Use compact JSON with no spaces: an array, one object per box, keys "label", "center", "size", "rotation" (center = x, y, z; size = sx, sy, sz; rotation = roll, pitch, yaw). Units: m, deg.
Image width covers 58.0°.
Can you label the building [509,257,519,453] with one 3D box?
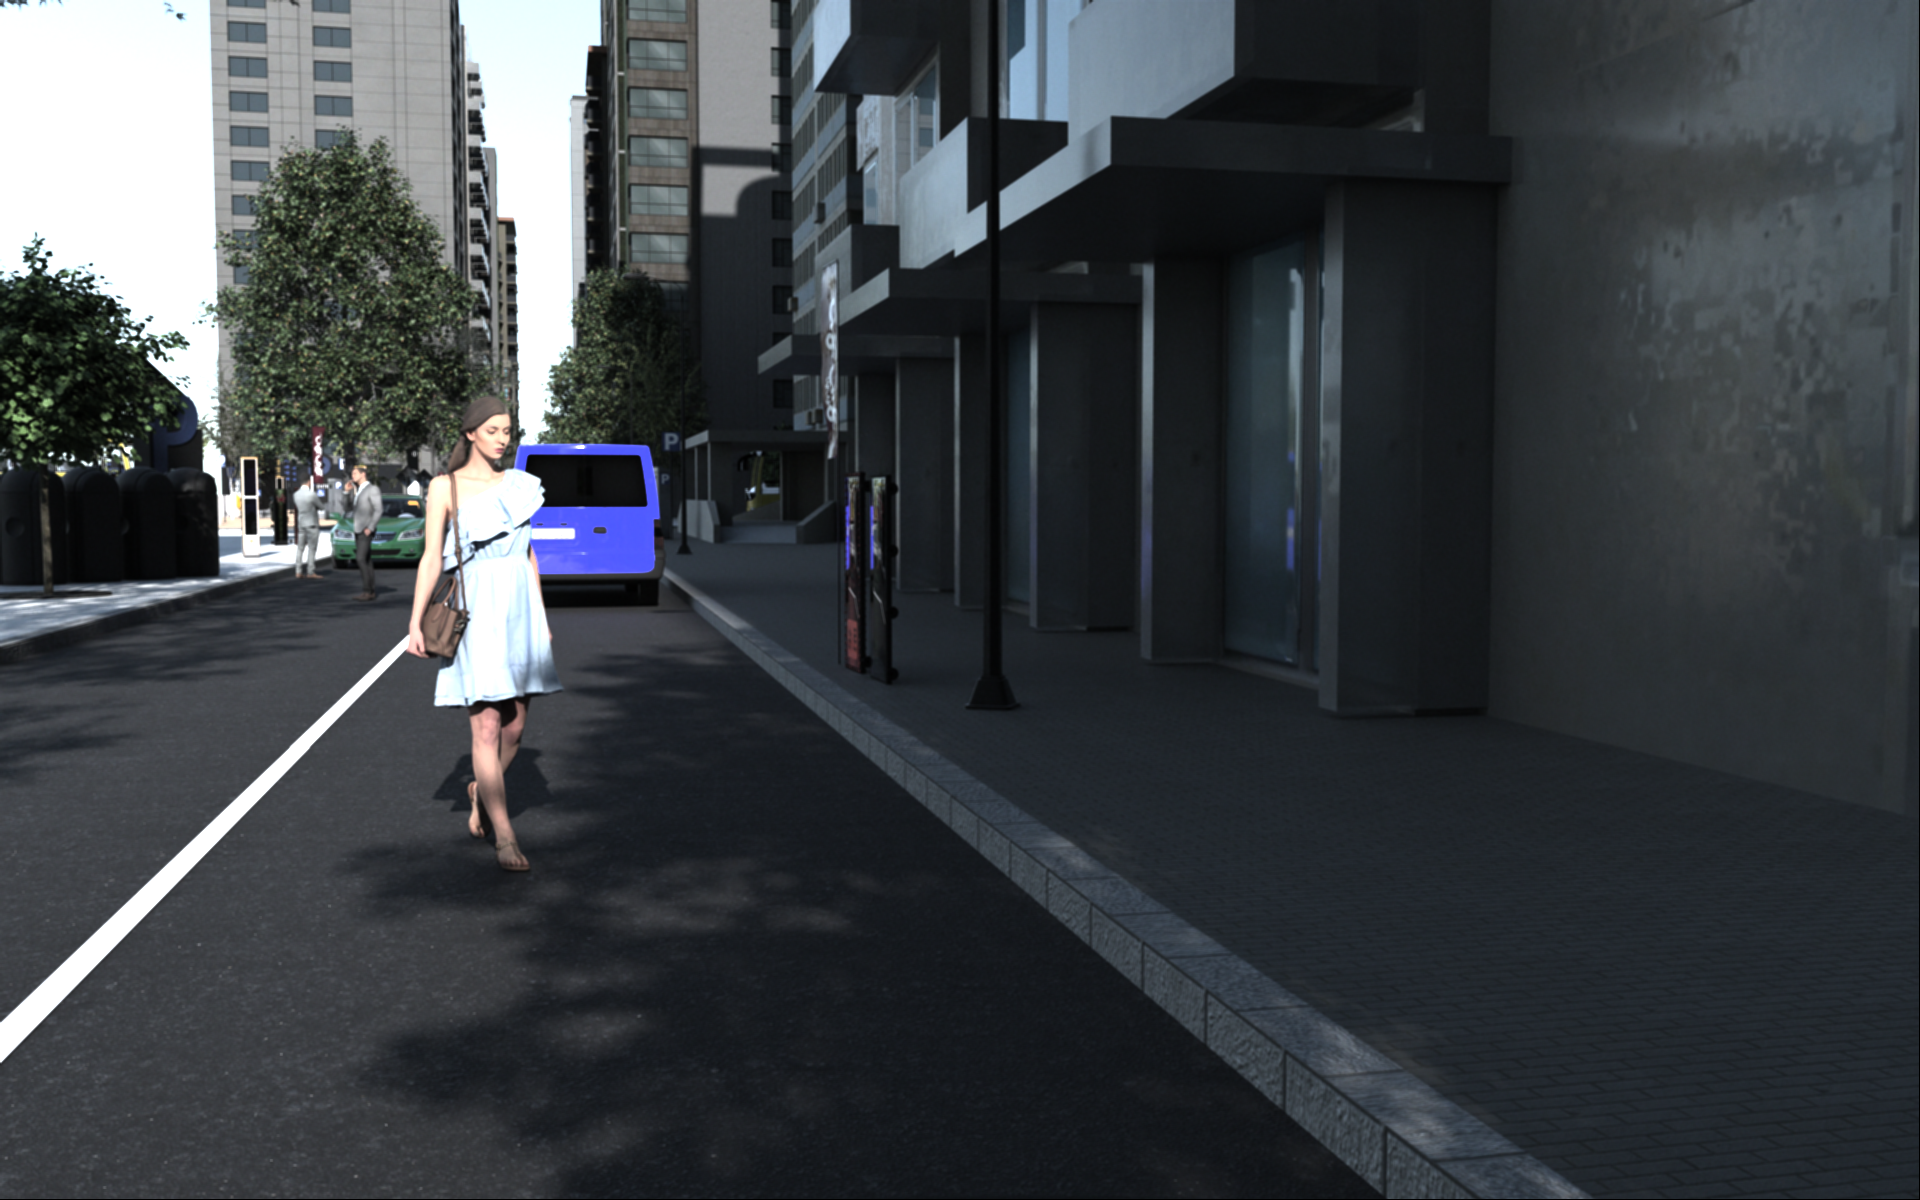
[{"label":"building","center":[-79.995,-36.769,284.763],"size":[14.154,41.232,14.086],"rotation":[-1,4,-13]}]

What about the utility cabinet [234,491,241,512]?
[{"label":"utility cabinet","center":[-49.370,-6.756,119.140],"size":[1.173,1.500,0.318],"rotation":[1,4,20]}]

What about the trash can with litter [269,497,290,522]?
[{"label":"trash can with litter","center":[-31.590,-4.228,80.521],"size":[1.055,1.170,0.624],"rotation":[2,4,28]}]

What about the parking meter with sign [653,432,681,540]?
[{"label":"parking meter with sign","center":[-8.484,-3.250,49.398],"size":[0.543,3.016,1.738],"rotation":[-2,4,-27]}]

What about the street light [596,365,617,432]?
[{"label":"street light","center":[-12.452,-5.521,62.807],"size":[1.470,5.913,1.316],"rotation":[-1,4,-13]}]

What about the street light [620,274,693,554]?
[{"label":"street light","center":[-6.426,-3.928,36.758],"size":[1.470,5.913,1.316],"rotation":[-1,4,-13]}]

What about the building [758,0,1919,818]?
[{"label":"building","center":[10.497,-24.407,18.669],"size":[23.786,49.044,30.456],"rotation":[-1,4,-13]}]

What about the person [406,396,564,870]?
[{"label":"person","center":[-1.888,0.110,6.803],"size":[0.616,1.811,0.778],"rotation":[-2,4,-32]}]

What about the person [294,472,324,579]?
[{"label":"person","center":[-11.047,-1.270,29.442],"size":[0.511,1.800,0.466],"rotation":[1,4,11]}]

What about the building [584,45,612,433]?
[{"label":"building","center":[-25.508,-31.582,170.995],"size":[22.147,44.769,28.867],"rotation":[-1,4,-13]}]

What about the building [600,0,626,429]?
[{"label":"building","center":[-31.786,-46.267,194.710],"size":[20.563,71.187,20.611],"rotation":[-1,4,-13]}]

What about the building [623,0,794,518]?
[{"label":"building","center":[-12.162,-20.059,99.662],"size":[14.160,30.474,14.107],"rotation":[-1,4,-13]}]

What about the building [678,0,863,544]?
[{"label":"building","center":[7.691,-22.171,54.380],"size":[32.217,40.220,23.993],"rotation":[-1,4,-13]}]

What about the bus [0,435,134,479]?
[{"label":"bus","center":[-35.395,-4.306,61.949],"size":[12.252,3.916,2.896],"rotation":[-1,4,-13]}]

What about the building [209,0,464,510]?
[{"label":"building","center":[-51.309,-43.434,148.393],"size":[20.563,71.187,20.611],"rotation":[-1,4,-13]}]

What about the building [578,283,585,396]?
[{"label":"building","center":[-45.101,-28.510,237.838],"size":[14.160,30.474,14.107],"rotation":[-1,4,-13]}]

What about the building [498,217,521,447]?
[{"label":"building","center":[-78.425,-37.210,263.013],"size":[22.147,44.769,28.867],"rotation":[-1,4,-13]}]

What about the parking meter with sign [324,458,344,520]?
[{"label":"parking meter with sign","center":[-30.705,-5.437,85.157],"size":[1.738,3.016,0.543],"rotation":[3,5,42]}]

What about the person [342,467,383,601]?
[{"label":"person","center":[-8.079,-0.902,23.430],"size":[0.473,1.802,0.592],"rotation":[-2,4,-28]}]

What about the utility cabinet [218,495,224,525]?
[{"label":"utility cabinet","center":[-31.107,-3.702,71.686],"size":[0.306,1.237,1.020],"rotation":[2,4,35]}]

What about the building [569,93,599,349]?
[{"label":"building","center":[-47.083,-43.805,258.204],"size":[21.231,58.520,28.212],"rotation":[-1,4,-13]}]

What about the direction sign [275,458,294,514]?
[{"label":"direction sign","center":[-42.248,-7.097,108.032],"size":[0.876,3.537,0.379],"rotation":[-1,4,-9]}]

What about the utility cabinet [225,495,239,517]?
[{"label":"utility cabinet","center":[-41.164,-5.284,97.548],"size":[1.020,1.237,0.306],"rotation":[-2,4,-26]}]

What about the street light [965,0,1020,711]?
[{"label":"street light","center":[-0.333,-2.299,10.122],"size":[1.470,5.913,1.316],"rotation":[-1,4,-13]}]

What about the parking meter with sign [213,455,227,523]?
[{"label":"parking meter with sign","center":[-33.553,-4.941,77.053],"size":[0.543,3.016,1.738],"rotation":[3,5,43]}]

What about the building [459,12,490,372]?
[{"label":"building","center":[-59.019,-33.883,173.600],"size":[23.786,49.044,30.456],"rotation":[-1,4,-13]}]

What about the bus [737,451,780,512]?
[{"label":"bus","center":[-2.598,-4.741,69.055],"size":[12.252,3.916,2.896],"rotation":[-1,4,-12]}]

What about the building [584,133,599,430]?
[{"label":"building","center":[-38.592,-34.352,211.758],"size":[14.600,45.320,14.200],"rotation":[-1,4,-13]}]

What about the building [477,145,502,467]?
[{"label":"building","center":[-59.788,-31.394,196.886],"size":[14.154,41.232,14.086],"rotation":[-1,4,-13]}]

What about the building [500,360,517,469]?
[{"label":"building","center":[-74.621,-23.822,234.520],"size":[27.650,21.520,28.899],"rotation":[-1,4,-13]}]

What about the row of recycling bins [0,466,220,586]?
[{"label":"row of recycling bins","center":[-12.551,-1.140,25.754],"size":[1.069,1.692,3.534],"rotation":[2,4,25]}]

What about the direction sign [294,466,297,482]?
[{"label":"direction sign","center":[-43.731,-7.413,113.198],"size":[0.876,3.537,0.379],"rotation":[1,4,16]}]
